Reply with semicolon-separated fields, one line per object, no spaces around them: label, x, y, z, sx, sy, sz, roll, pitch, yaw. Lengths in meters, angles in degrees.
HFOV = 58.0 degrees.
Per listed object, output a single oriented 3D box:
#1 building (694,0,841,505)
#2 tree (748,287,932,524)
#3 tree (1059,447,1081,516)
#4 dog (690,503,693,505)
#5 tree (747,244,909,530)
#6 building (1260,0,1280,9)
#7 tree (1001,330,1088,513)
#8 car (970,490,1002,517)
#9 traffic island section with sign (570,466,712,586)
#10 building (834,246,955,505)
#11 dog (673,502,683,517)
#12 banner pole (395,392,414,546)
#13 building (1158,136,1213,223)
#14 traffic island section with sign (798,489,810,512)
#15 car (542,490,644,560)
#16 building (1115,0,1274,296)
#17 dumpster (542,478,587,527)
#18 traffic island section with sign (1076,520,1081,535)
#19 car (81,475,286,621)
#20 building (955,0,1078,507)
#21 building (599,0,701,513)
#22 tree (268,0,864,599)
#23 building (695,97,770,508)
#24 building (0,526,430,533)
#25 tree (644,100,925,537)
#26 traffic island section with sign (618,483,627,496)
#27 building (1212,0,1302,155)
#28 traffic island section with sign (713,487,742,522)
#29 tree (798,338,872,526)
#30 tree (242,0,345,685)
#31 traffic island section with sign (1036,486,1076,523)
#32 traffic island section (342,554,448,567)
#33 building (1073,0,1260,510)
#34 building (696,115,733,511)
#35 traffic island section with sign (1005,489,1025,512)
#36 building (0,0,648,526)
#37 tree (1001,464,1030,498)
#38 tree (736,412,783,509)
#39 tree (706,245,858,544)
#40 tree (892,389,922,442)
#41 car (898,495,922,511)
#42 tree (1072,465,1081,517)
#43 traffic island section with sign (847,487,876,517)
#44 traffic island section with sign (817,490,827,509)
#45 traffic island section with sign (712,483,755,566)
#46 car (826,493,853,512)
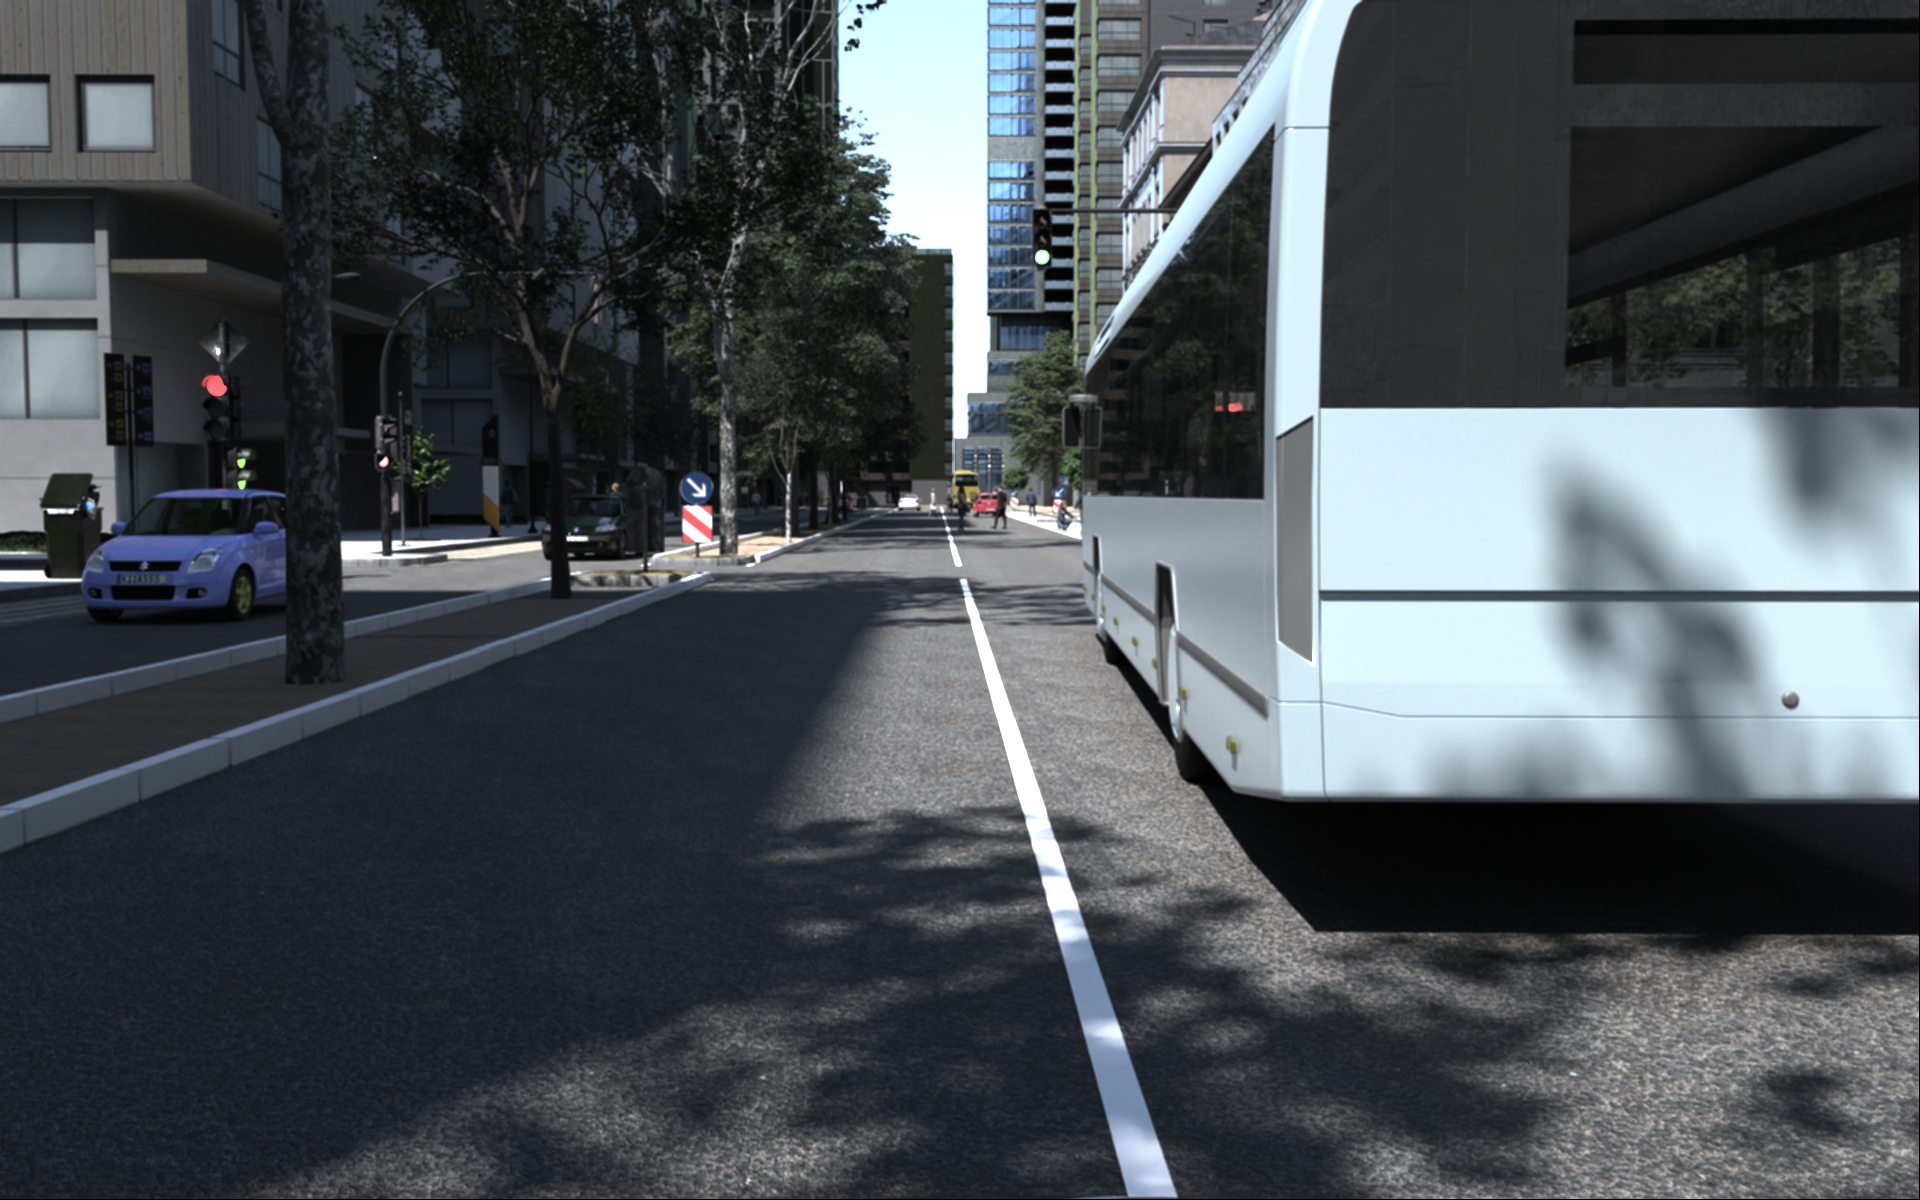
building;-25.120;-46.974;206.275;20.611;71.187;20.563;0;4;-1
tree;-6.194;-10.056;83.874;9.611;12.733;9.660;0;3;0
tree;7.370;-7.283;102.793;4.285;4.588;4.351;0;3;0
dog;-15.729;-5.393;102.549;0.800;0.831;0.513;-3;5;-43
tree;-5.770;-8.614;69.051;9.928;11.665;9.643;0;3;0
building;16.770;-27.400;131.590;14.154;41.232;14.086;0;4;-1
tree;6.448;-12.333;119.772;7.486;12.596;7.792;0;3;0
car;1.748;-6.065;108.201;2.155;1.783;4.494;0;4;-3
traffic island section with sign;-5.193;-1.214;27.990;2.006;1.907;1.989;0;4;-1
building;-7.722;-26.480;204.650;14.107;30.474;14.160;0;4;-1
dog;-16.029;-5.106;97.869;0.800;0.831;0.513;-1;4;-16
banner pole;-13.682;-3.228;42.795;0.401;3.779;0.863;0;4;8
building;15.754;-13.270;81.585;10.561;19.102;19.286;0;4;-1
traffic island section with sign;-12.825;-7.886;137.562;1.989;1.847;2.006;0;4;-1
car;-8.161;-1.782;38.917;2.009;1.686;4.222;0;4;1
building;16.678;-19.270;100.970;13.634;28.700;20.117;0;4;-1
dumpster;-14.079;-3.417;61.632;1.264;1.857;1.865;0;4;-1
traffic island section with sign;5.209;-3.171;60.475;1.989;1.847;2.006;0;4;-1
car;-8.953;-0.677;20.659;1.945;1.707;3.694;0;4;-1
building;14.777;-54.713;207.233;31.000;86.520;22.319;0;4;-1
building;-25.752;-26.556;117.793;14.154;41.232;14.086;0;4;-1
tree;-5.467;-5.320;23.858;8.767;10.594;7.601;0;4;-1
building;-30.730;-29.034;166.590;23.993;40.220;32.217;0;4;-1
building;-31.746;-28.341;52.620;28.713;52.752;27.495;0;4;-1
tree;-5.627;-9.039;56.906;9.857;13.997;8.962;0;3;0
traffic island section with sign;-11.808;-3.178;60.588;1.989;1.847;2.006;0;4;-1
building;15.635;-12.728;62.859;10.420;20.320;16.860;0;4;-1
traffic island section with sign;-12.175;-4.883;88.461;1.989;1.847;2.006;0;4;-1
tree;-5.730;-7.568;76.562;4.737;8.622;4.395;0;3;0
tree;-6.117;-9.482;13.369;12.611;20.169;13.585;0;3;0
traffic island section with sign;4.850;-4.820;87.427;1.989;1.847;2.006;0;4;-1
traffic island section;-11.810;-0.818;35.655;2.009;0.180;2.903;0;4;-1
building;16.453;-28.260;145.646;14.154;41.232;14.086;0;4;-1
building;-25.054;-22.049;132.202;14.160;30.474;14.107;0;4;-1
traffic island section with sign;4.178;-7.937;138.405;1.989;1.847;2.006;0;4;-1
building;-31.786;-30.508;88.051;28.713;52.752;27.495;0;4;-1
tree;5.966;-12.448;187.235;4.285;4.588;4.351;0;3;0
tree;-16.611;-13.979;146.682;7.486;12.596;7.792;0;3;0
tree;-4.952;-5.932;49.815;4.360;8.622;3.978;0;3;0
tree;-6.181;-9.576;93.431;8.767;10.594;7.601;0;4;-1
car;-4.330;-8.321;148.408;2.083;1.381;4.827;0;4;-1
tree;7.027;-6.162;95.345;1.663;3.219;1.824;0;3;0
traffic island section with sign;-6.282;-6.263;110.529;2.006;1.907;1.989;0;4;-1
traffic island section with sign;-13.181;-9.534;164.515;1.989;1.847;2.006;0;4;-1
traffic island section with sign;-5.281;-1.667;35.397;2.006;1.907;1.989;0;4;-1
car;-9.452;-7.812;136.763;2.155;1.783;4.494;0;4;1
